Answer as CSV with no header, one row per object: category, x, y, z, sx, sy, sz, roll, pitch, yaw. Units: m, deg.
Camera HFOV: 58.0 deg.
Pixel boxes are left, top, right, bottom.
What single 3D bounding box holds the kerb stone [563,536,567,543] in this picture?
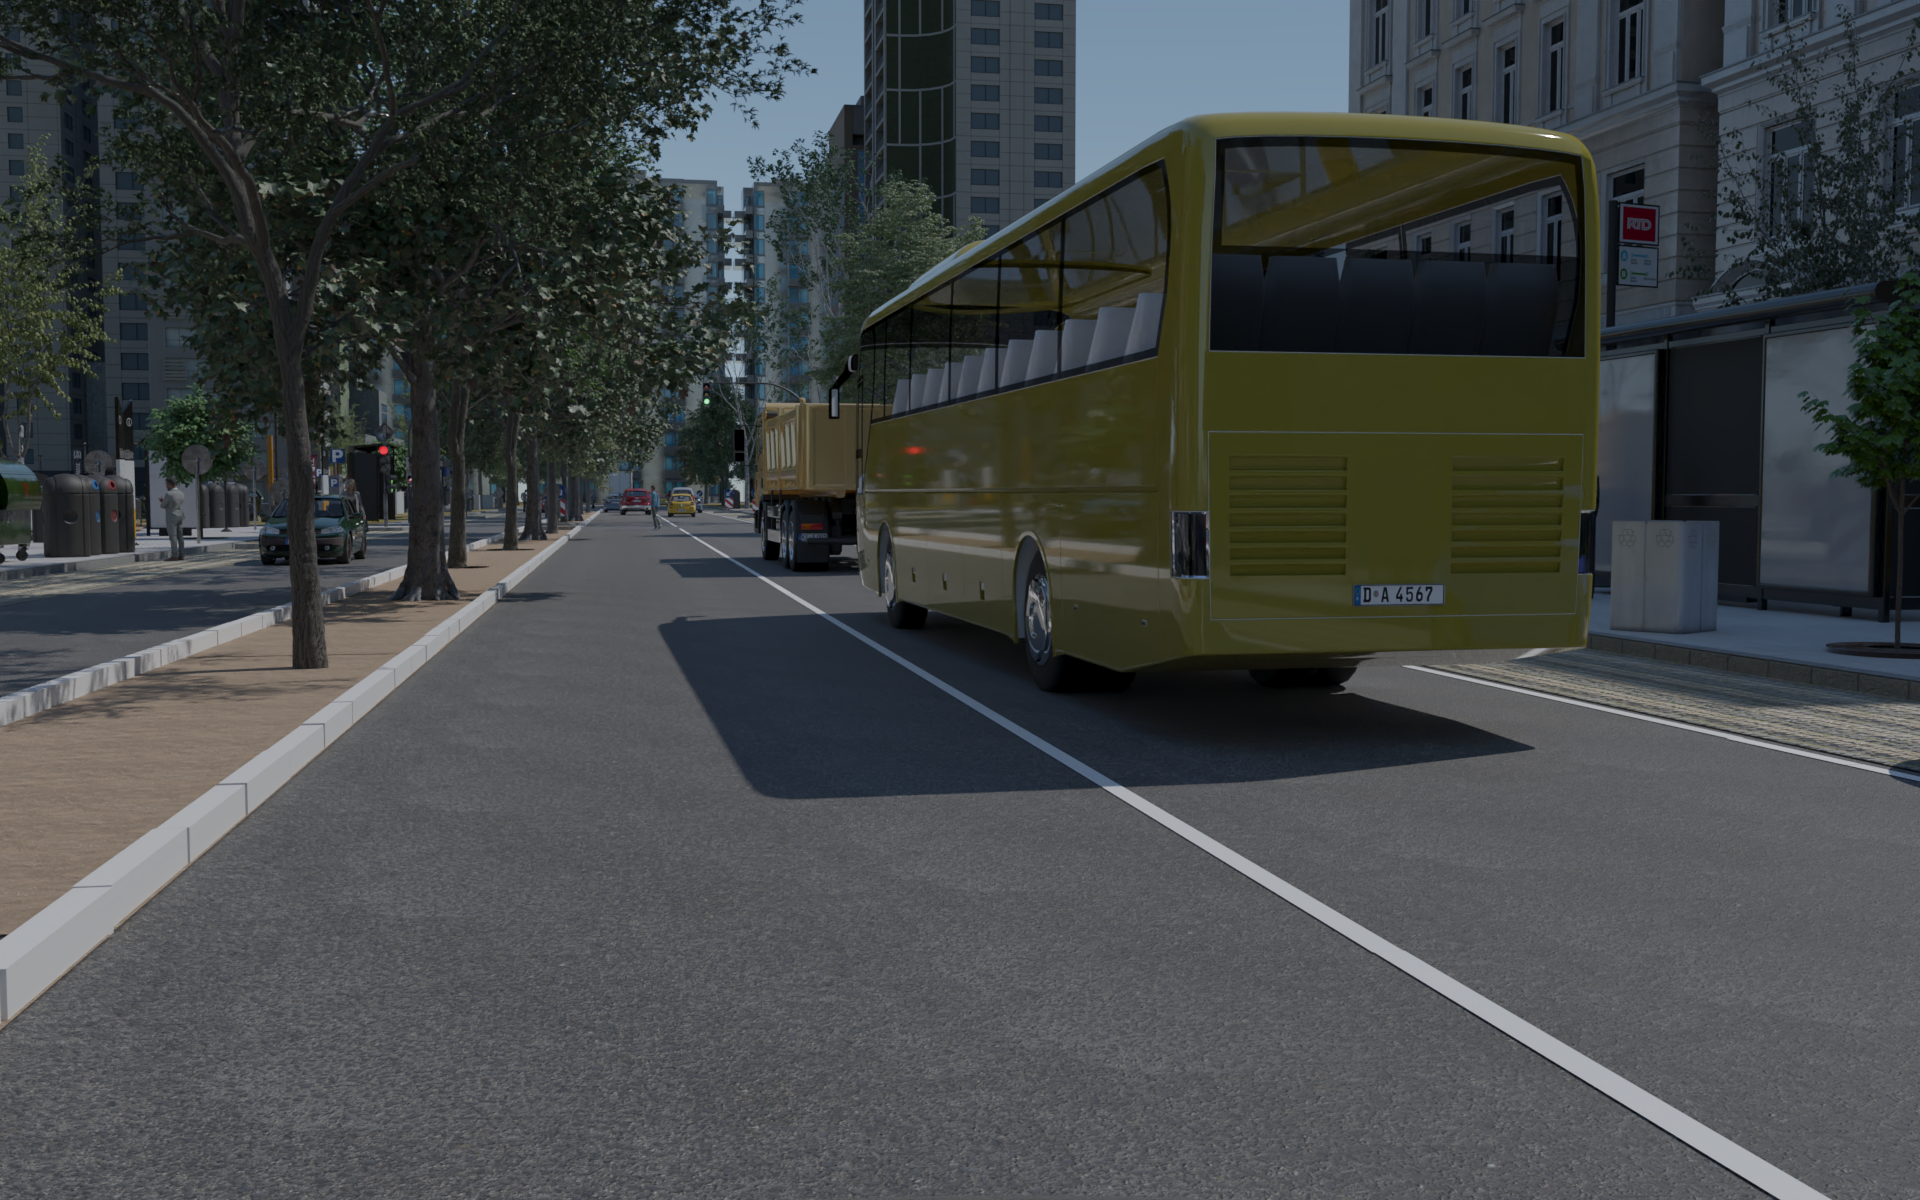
kerb stone,-11.376,-1.667,49.447,0.120,0.150,1.000,-1,4,-11

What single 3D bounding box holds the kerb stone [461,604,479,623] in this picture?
kerb stone,-5.485,0.180,19.258,0.120,0.150,1.000,-1,4,-11

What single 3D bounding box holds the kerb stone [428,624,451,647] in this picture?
kerb stone,-4.906,0.364,16.243,0.120,0.150,1.000,-1,4,-11

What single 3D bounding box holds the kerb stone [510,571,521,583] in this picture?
kerb stone,-7.055,-0.312,27.299,0.120,0.150,1.000,-1,4,-11

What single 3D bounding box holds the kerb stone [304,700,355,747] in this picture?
kerb stone,-3.717,0.735,10.196,0.120,0.150,1.000,-1,4,-11

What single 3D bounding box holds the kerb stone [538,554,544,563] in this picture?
kerb stone,-8.637,-0.805,35.359,0.120,0.150,1.000,-1,4,-11

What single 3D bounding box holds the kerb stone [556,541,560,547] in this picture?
kerb stone,-10.392,-1.355,44.401,0.120,0.150,1.000,-1,4,-11

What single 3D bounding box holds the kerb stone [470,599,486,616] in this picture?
kerb stone,-5.682,0.120,20.266,0.120,0.150,1.000,-1,4,-11

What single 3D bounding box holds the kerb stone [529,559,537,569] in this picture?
kerb stone,-8.036,-0.619,32.331,0.120,0.150,1.000,-1,4,-11

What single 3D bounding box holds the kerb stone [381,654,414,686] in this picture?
kerb stone,-4.307,0.550,13.215,0.120,0.150,1.000,-1,4,-11

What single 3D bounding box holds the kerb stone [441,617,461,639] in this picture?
kerb stone,-5.099,0.303,17.246,0.120,0.150,1.000,-1,4,-11

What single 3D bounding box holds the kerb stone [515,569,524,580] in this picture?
kerb stone,-7.255,-0.374,28.318,0.120,0.150,1.000,-1,4,-11

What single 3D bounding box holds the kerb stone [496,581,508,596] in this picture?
kerb stone,-6.464,-0.128,24.290,0.120,0.150,1.000,-1,4,-11

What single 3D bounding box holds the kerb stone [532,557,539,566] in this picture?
kerb stone,-8.238,-0.677,33.344,0.120,0.150,1.000,-1,4,-11

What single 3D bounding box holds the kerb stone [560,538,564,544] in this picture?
kerb stone,-10.986,-1.543,47.426,0.120,0.150,1.000,-1,4,-11

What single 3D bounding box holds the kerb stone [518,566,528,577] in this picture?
kerb stone,-7.453,-0.436,29.321,0.120,0.150,1.000,-1,4,-11

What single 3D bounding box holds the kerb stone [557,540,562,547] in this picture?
kerb stone,-10.589,-1.420,45.415,0.120,0.150,1.000,-1,4,-11

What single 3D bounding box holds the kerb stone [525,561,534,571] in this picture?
kerb stone,-7.839,-0.559,31.328,0.120,0.150,1.000,-1,4,-11

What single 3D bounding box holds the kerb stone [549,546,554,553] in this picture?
kerb stone,-9.611,-1.112,40.381,0.120,0.150,1.000,-1,4,-11

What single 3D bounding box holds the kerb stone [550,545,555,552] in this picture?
kerb stone,-9.809,-1.174,41.388,0.120,0.150,1.000,-1,4,-11

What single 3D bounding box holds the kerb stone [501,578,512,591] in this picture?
kerb stone,-6.667,-0.189,25.292,0.120,0.150,1.000,-1,4,-11

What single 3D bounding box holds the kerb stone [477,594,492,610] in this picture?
kerb stone,-5.875,0.057,21.270,0.120,0.150,1.000,-1,4,-11

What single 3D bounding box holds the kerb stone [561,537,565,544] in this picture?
kerb stone,-11.188,-1.603,48.434,0.120,0.150,1.000,-1,4,-11

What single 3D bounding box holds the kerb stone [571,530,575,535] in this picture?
kerb stone,-12.955,-2.160,57.504,0.120,0.150,1.000,-1,4,-11

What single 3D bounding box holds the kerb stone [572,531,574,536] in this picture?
kerb stone,-12.755,-2.098,56.502,0.120,0.150,1.000,-1,4,-11

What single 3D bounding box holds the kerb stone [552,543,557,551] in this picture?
kerb stone,-10.000,-1.235,42.392,0.120,0.150,1.000,-1,4,-11

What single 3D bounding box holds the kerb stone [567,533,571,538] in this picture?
kerb stone,-12.170,-1.913,53.481,0.120,0.150,1.000,-1,4,-11

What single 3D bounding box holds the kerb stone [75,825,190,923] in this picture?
kerb stone,-2.936,0.981,6.162,0.120,0.150,1.000,-1,4,-11

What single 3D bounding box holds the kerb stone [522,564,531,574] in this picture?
kerb stone,-7.651,-0.497,30.323,0.120,0.150,1.000,-1,4,-11

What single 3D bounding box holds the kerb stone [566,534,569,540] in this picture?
kerb stone,-11.778,-1.790,51.470,0.120,0.150,1.000,-1,4,-11

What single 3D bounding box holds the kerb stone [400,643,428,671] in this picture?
kerb stone,-4.506,0.492,14.223,0.120,0.150,1.000,-1,4,-11

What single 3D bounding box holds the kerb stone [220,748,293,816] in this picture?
kerb stone,-3.322,0.857,8.180,0.120,0.150,1.000,-1,4,-11

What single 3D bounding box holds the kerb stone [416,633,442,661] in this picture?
kerb stone,-4.700,0.429,15.242,0.120,0.150,1.000,-1,4,-11

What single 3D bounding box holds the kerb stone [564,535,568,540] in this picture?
kerb stone,-11.570,-1.728,50.454,0.120,0.150,1.000,-1,4,-11

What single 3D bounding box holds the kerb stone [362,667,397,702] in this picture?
kerb stone,-4.113,0.614,12.208,0.120,0.150,1.000,-1,4,-11

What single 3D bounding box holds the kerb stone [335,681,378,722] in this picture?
kerb stone,-3.915,0.672,11.205,0.120,0.150,1.000,-1,4,-11

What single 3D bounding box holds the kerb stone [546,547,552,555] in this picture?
kerb stone,-9.414,-1.051,39.375,0.120,0.150,1.000,-1,4,-11

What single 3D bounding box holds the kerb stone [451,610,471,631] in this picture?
kerb stone,-5.289,0.241,18.255,0.120,0.150,1.000,-1,4,-11

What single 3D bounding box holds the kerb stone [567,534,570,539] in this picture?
kerb stone,-11.972,-1.848,52.476,0.120,0.150,1.000,-1,4,-11

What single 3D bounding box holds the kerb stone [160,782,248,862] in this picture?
kerb stone,-3.128,0.923,7.166,0.120,0.150,1.000,-1,4,-11

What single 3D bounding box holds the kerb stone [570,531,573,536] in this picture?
kerb stone,-12.555,-2.036,55.492,0.120,0.150,1.000,-1,4,-11

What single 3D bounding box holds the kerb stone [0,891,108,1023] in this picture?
kerb stone,-2.731,1.042,5.161,0.120,0.150,1.000,-1,4,-11

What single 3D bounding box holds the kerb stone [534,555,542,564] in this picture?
kerb stone,-8.431,-0.743,34.351,0.120,0.150,1.000,-1,4,-11

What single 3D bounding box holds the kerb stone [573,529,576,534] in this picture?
kerb stone,-13.146,-2.216,58.512,0.120,0.150,1.000,-1,4,-11

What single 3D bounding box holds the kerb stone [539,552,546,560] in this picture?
kerb stone,-8.822,-0.867,36.364,0.120,0.150,1.000,-1,4,-11

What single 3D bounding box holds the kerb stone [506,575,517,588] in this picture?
kerb stone,-6.858,-0.250,26.296,0.120,0.150,1.000,-1,4,-11

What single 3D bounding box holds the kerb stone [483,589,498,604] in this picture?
kerb stone,-6.078,-0.005,22.271,0.120,0.150,1.000,-1,4,-11

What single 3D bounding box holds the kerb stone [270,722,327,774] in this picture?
kerb stone,-3.524,0.805,9.191,0.120,0.150,1.000,-1,4,-11

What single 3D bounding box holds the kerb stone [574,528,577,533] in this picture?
kerb stone,-13.545,-2.340,60.531,0.120,0.150,1.000,-1,4,-11

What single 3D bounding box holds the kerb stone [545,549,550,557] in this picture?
kerb stone,-9.222,-0.989,38.371,0.120,0.150,1.000,-1,4,-11

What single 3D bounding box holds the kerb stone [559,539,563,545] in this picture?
kerb stone,-10.792,-1.482,46.418,0.120,0.150,1.000,-1,4,-11

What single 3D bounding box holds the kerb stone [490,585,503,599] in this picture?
kerb stone,-6.279,-0.066,23.280,0.120,0.150,1.000,-1,4,-11

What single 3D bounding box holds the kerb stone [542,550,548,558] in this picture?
kerb stone,-9.025,-0.928,37.368,0.120,0.150,1.000,-1,4,-11

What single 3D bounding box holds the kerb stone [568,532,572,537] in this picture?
kerb stone,-12.361,-1.971,54.488,0.120,0.150,1.000,-1,4,-11

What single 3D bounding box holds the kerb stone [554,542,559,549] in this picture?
kerb stone,-10.201,-1.297,43.394,0.120,0.150,1.000,-1,4,-11
